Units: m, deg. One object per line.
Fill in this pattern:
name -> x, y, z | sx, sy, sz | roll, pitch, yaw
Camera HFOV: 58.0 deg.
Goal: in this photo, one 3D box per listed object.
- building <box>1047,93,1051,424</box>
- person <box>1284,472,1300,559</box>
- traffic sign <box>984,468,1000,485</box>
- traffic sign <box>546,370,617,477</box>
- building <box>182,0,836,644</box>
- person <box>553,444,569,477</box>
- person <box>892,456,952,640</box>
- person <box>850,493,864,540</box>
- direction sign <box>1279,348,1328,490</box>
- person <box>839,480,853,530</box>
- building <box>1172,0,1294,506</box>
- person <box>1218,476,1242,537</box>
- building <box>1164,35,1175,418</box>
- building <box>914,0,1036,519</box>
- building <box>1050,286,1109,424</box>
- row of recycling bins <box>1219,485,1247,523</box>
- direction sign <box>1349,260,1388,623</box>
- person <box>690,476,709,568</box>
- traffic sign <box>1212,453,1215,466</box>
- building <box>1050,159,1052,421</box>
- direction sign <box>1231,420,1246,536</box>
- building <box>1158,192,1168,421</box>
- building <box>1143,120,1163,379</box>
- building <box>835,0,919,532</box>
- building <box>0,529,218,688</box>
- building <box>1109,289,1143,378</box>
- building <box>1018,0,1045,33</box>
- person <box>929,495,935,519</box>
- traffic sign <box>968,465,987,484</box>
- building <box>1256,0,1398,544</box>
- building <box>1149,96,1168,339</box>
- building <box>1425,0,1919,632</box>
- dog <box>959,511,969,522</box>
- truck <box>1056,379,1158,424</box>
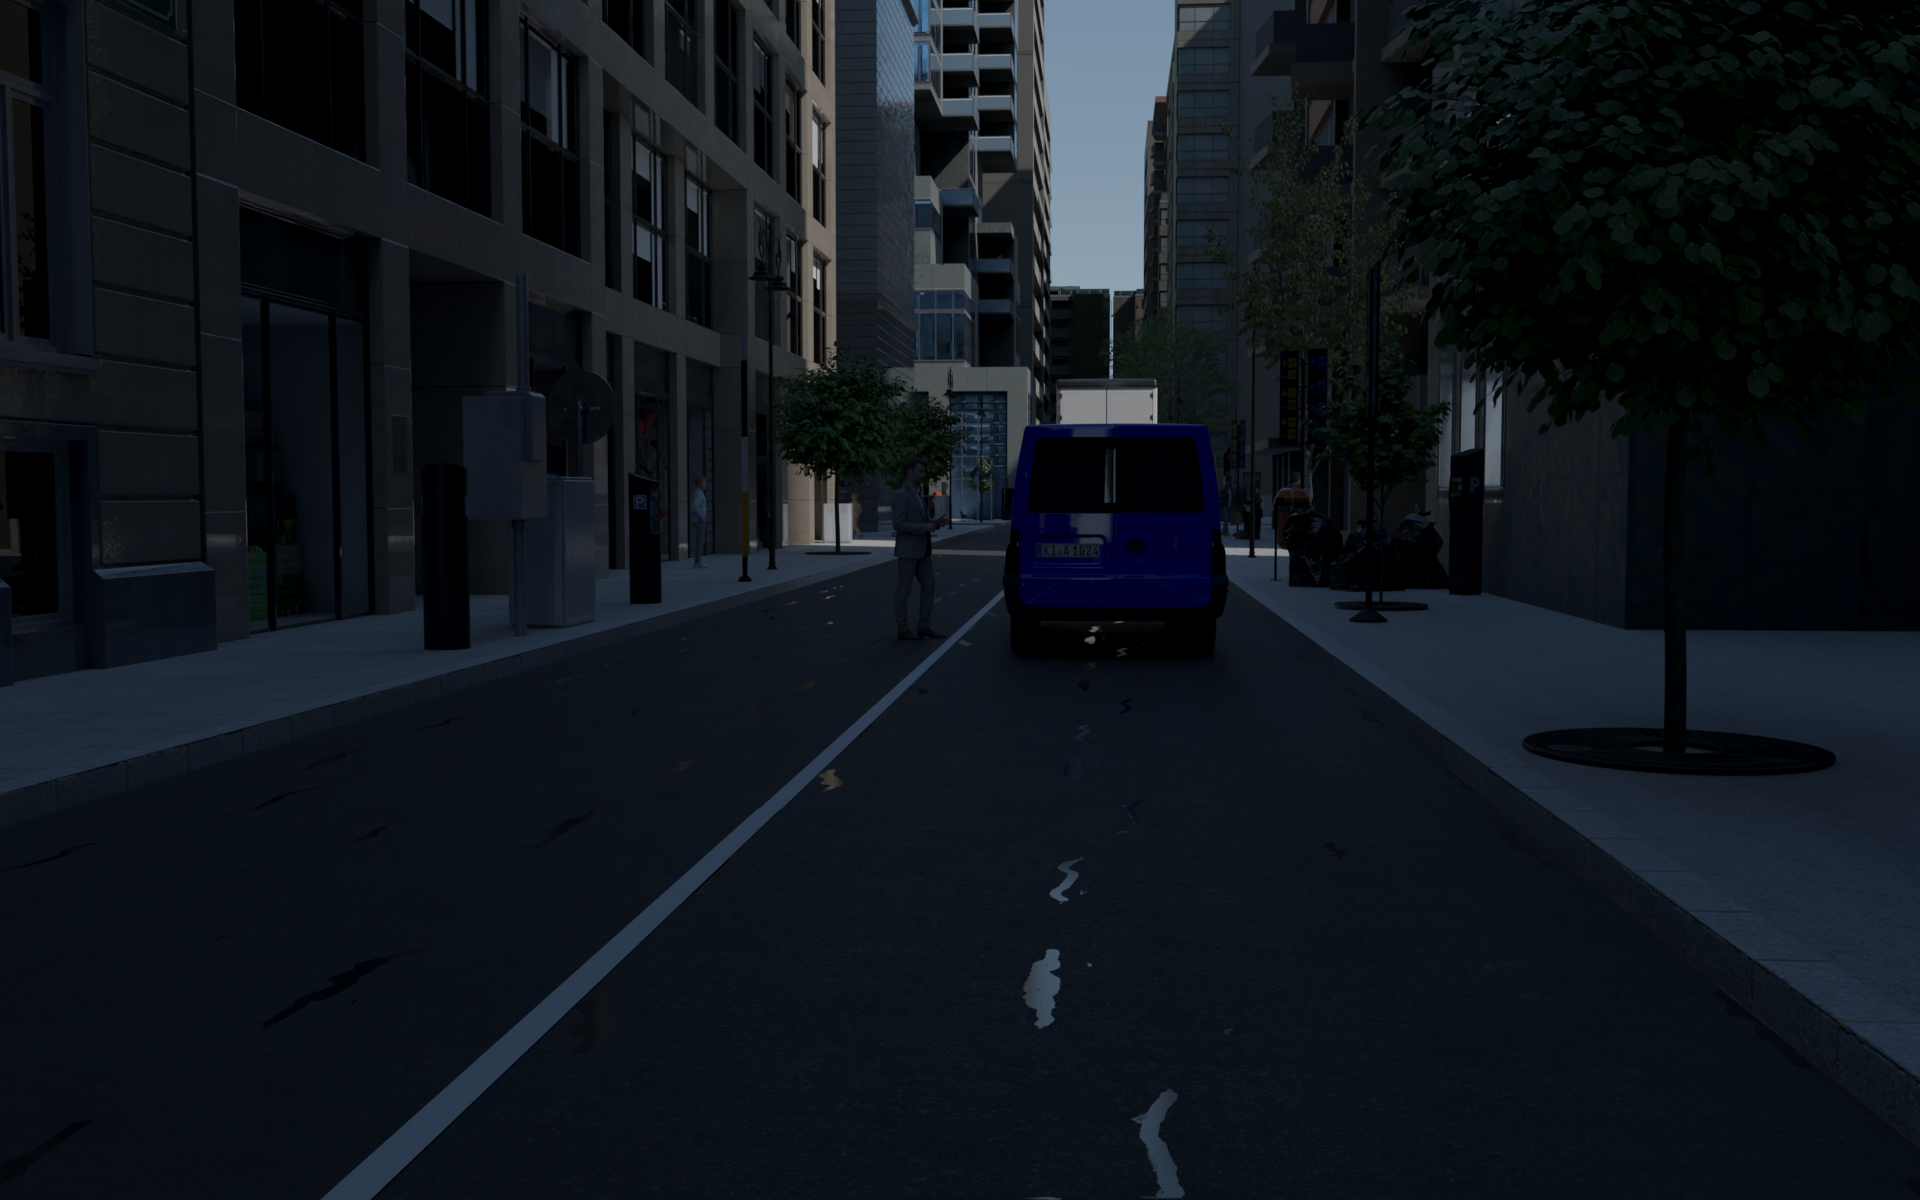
building -> -1.026, -34.742, 191.740 | 21.300, 48.544, 21.600 | 0, 4, 5
person -> 6.565, -1.661, 34.032 | 0.563, 1.720, 0.643 | 2, 4, 28
traffic sign -> 1.391, -4.617, 77.670 | 0.795, 2.593, 0.064 | 0, 4, 5
traffic sign -> -3.897, -1.082, 17.793 | 0.768, 2.556, 0.104 | 1, 4, 11
building -> -14.477, -13.891, 31.633 | 19.350, 26.468, 34.151 | 0, 4, 5
person -> -4.500, -0.818, 19.299 | 0.818, 1.842, 0.514 | 0, 4, 2
person -> -0.385, -0.510, 17.035 | 0.583, 1.804, 0.606 | 1, 4, 16
person -> -2.958, -2.343, 48.621 | 0.640, 1.303, 0.475 | 2, 4, 33
direction sign -> 5.392, -2.156, 27.251 | 0.379, 3.537, 0.876 | -3, 5, -44
person -> -3.754, -3.003, 55.980 | 0.643, 1.720, 0.563 | 2, 4, 25
building -> 20.469, -26.034, 109.258 | 14.154, 41.232, 14.086 | 0, 4, 5
person -> 8.034, -2.801, 51.821 | 0.794, 1.824, 0.713 | -2, 4, -27
building -> 29.112, -27.300, 138.231 | 32.217, 40.220, 23.993 | 0, 4, 5
building -> -6.382, -48.261, 101.731 | 22.319, 86.520, 31.000 | 0, 4, 5
building -> 14.202, -28.875, 243.808 | 14.107, 30.474, 14.160 | 0, 4, 5
row of recycling bins -> 12.517, -4.416, 79.310 | 1.069, 1.692, 3.534 | 0, 4, 0
direction sign -> 4.106, -1.548, 17.301 | 0.379, 3.537, 0.876 | 0, 4, 7
person -> -4.522, -1.360, 30.093 | 0.330, 1.601, 0.589 | 0, 4, -1
traffic sign -> 6.605, -2.898, 47.485 | 0.768, 2.556, 0.104 | 0, 4, 5
building -> -3.934, -36.499, 216.370 | 30.456, 49.044, 23.786 | 0, 4, 5
direction sign -> 8.521, -3.736, 53.080 | 0.379, 3.537, 0.876 | -1, 4, -18
building -> 26.086, -24.193, 167.257 | 14.160, 30.474, 14.107 | 0, 4, 5
building -> 33.529, -36.095, 213.860 | 21.300, 48.544, 21.600 | 0, 4, 5
building -> -16.934, -17.519, 63.934 | 29.804, 29.767, 11.434 | 0, 4, 5
building -> -13.151, -13.355, 4.264 | 13.634, 28.700, 20.117 | 0, 4, 5
building -> 28.230, -28.782, 242.283 | 14.107, 30.474, 14.160 | 0, 4, 5
building -> -4.399, -31.399, 137.083 | 21.300, 48.544, 21.600 | 0, 4, 5
person -> -1.093, -3.240, 63.694 | 0.362, 1.253, 0.373 | 1, 4, 9
traffic sign -> 0.701, -4.130, 69.715 | 0.795, 2.593, 0.064 | 0, 4, 5
building -> 19.898, -24.105, 48.746 | 22.147, 44.769, 28.867 | 0, 4, 5
building -> 31.804, -32.638, 188.255 | 22.147, 44.769, 28.867 | 0, 4, 5
building -> 16.968, -42.515, 7.797 | 22.319, 86.520, 31.000 | 0, 4, 5
dog -> 0.195, -3.806, 79.055 | 0.540, 0.507, 0.406 | 1, 4, 11
truck -> 4.166, -3.599, 47.763 | 2.839, 4.237, 11.283 | 0, 4, 6
